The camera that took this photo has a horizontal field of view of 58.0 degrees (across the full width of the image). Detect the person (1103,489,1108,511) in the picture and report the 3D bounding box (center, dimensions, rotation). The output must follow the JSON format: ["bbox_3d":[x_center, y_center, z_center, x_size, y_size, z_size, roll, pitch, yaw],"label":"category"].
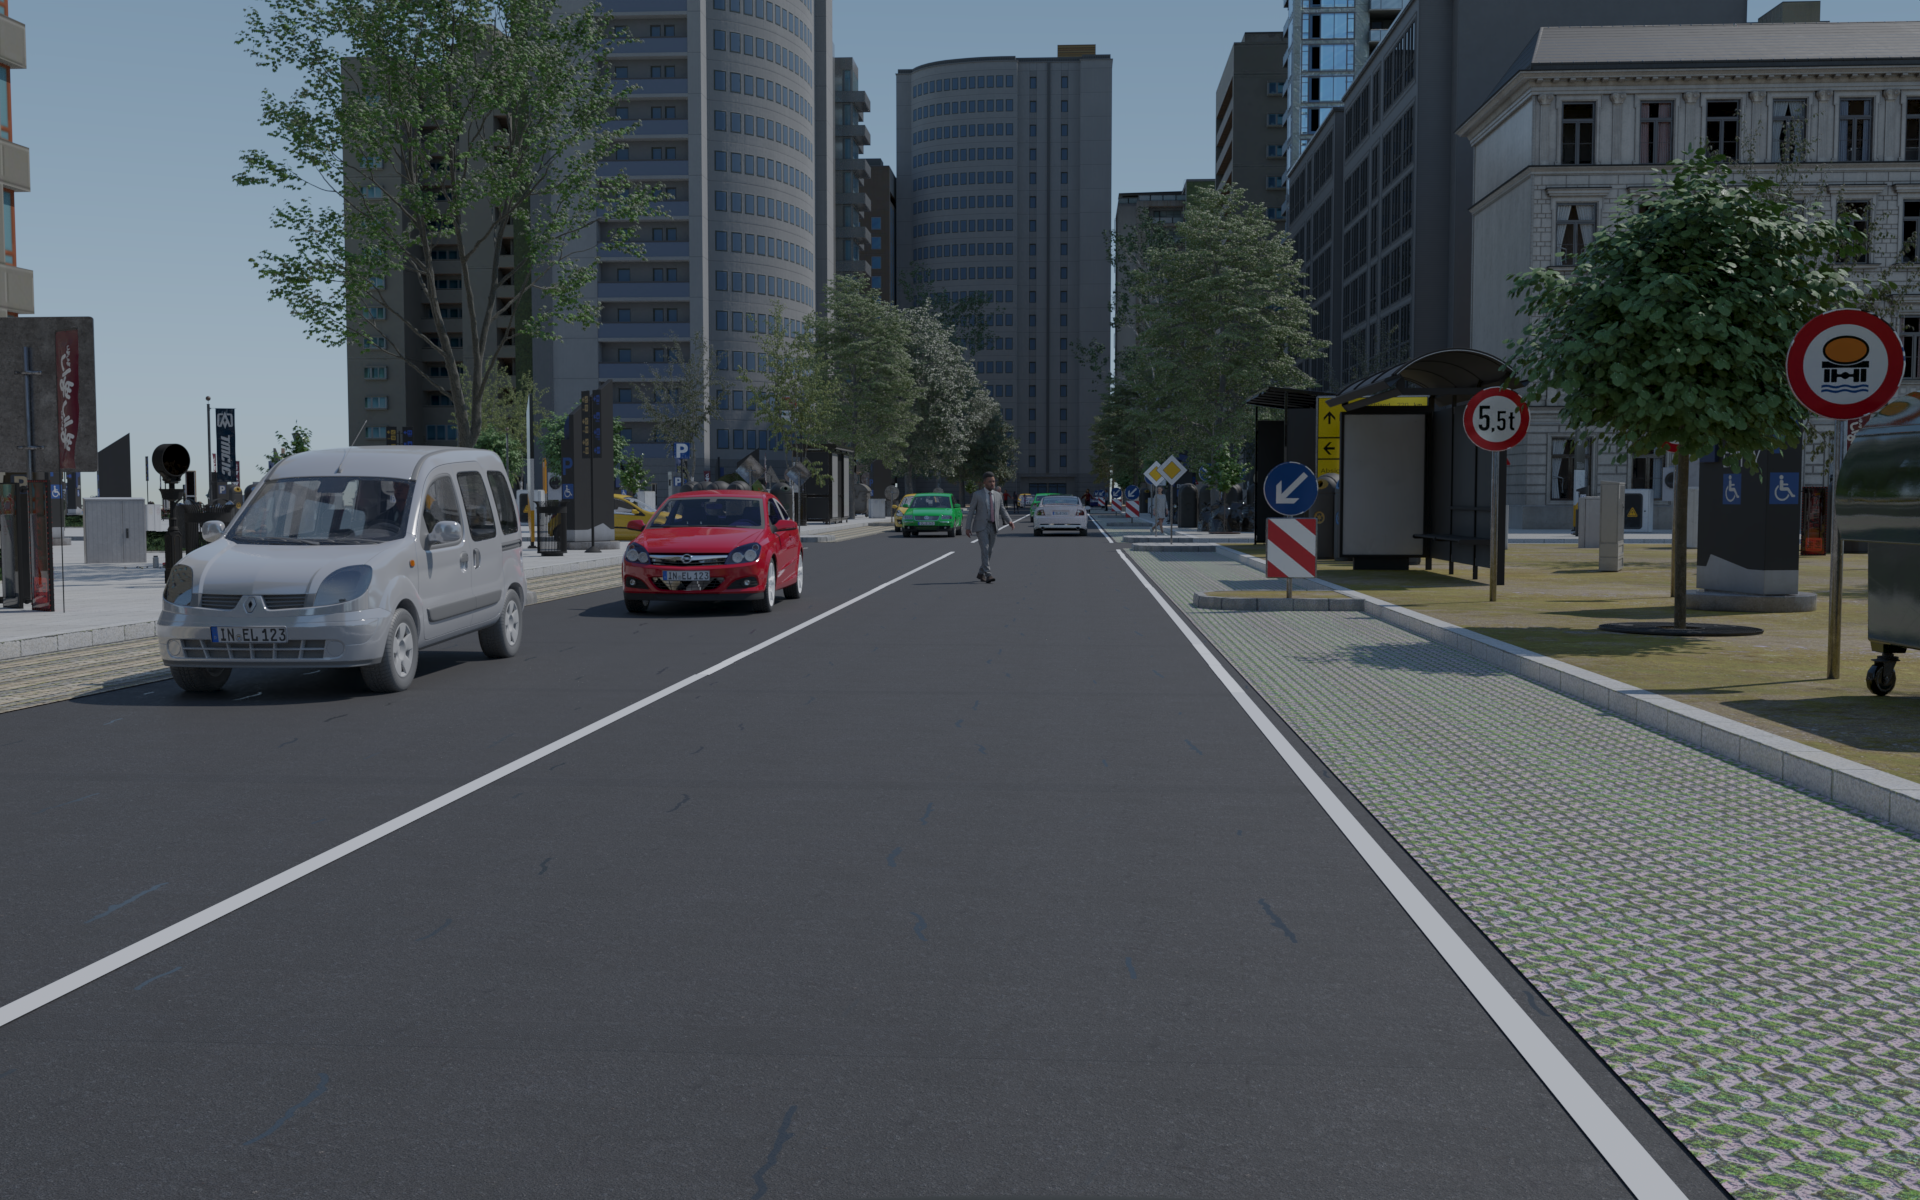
[{"bbox_3d":[12.233,-8.354,145.075,0.705,1.826,1.348,0,4,-7],"label":"person"}]

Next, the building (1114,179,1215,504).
[{"bbox_3d":[27.382,-33.253,227.283,14.086,41.232,14.154,0,4,4],"label":"building"}]

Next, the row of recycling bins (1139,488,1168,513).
[{"bbox_3d":[13.769,-6.691,116.508,3.534,1.692,1.069,1,4,15],"label":"row of recycling bins"}]

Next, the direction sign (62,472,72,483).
[{"bbox_3d":[-47.172,-6.072,91.278,0.379,3.537,0.876,1,4,20],"label":"direction sign"}]

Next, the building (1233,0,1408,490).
[{"bbox_3d":[36.937,-51.304,151.495,22.319,86.520,31.000,0,4,4],"label":"building"}]

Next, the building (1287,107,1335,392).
[{"bbox_3d":[29.779,-19.538,112.959,14.314,27.812,24.014,0,4,4],"label":"building"}]

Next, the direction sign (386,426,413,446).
[{"bbox_3d":[-18.798,-4.048,58.178,0.876,3.537,0.379,-2,4,-30],"label":"direction sign"}]

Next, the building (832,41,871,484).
[{"bbox_3d":[-25.014,-34.370,181.560,30.456,49.044,23.786,0,4,4],"label":"building"}]

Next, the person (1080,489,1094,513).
[{"bbox_3d":[9.516,-7.382,129.158,1.348,1.831,0.705,3,5,42],"label":"person"}]

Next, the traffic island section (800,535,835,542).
[{"bbox_3d":[-4.911,-1.862,52.724,2.009,0.180,2.903,0,4,4],"label":"traffic island section"}]

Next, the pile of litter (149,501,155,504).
[{"bbox_3d":[-52.284,-5.969,111.564,1.719,0.858,1.176,-3,5,-42],"label":"pile of litter"}]

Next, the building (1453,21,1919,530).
[{"bbox_3d":[29.730,-12.335,66.297,19.286,19.102,10.561,0,4,4],"label":"building"}]

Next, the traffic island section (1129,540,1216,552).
[{"bbox_3d":[5.397,-1.332,44.059,2.009,0.180,2.903,0,4,4],"label":"traffic island section"}]

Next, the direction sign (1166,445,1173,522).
[{"bbox_3d":[9.564,-5.309,78.794,0.379,3.537,0.876,1,4,20],"label":"direction sign"}]

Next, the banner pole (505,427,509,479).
[{"bbox_3d":[-16.957,-4.580,64.901,0.401,3.779,0.863,-1,4,-12],"label":"banner pole"}]

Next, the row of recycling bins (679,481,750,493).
[{"bbox_3d":[-7.808,-2.936,55.112,1.069,1.692,3.534,-3,5,-40],"label":"row of recycling bins"}]

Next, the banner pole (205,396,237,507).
[{"bbox_3d":[-18.954,-3.323,44.345,0.863,3.779,0.401,-1,4,-16],"label":"banner pole"}]

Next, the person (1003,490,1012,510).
[{"bbox_3d":[4.134,-9.094,157.121,1.348,1.831,0.705,2,4,29],"label":"person"}]

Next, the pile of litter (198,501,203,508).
[{"bbox_3d":[-46.792,-5.634,106.082,1.719,0.858,1.176,2,4,28],"label":"pile of litter"}]

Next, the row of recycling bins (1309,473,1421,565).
[{"bbox_3d":[7.680,-1.577,32.903,1.069,1.692,3.534,-1,4,-14],"label":"row of recycling bins"}]

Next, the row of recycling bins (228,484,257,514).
[{"bbox_3d":[-28.628,-3.930,71.376,3.534,1.692,1.069,-2,4,-35],"label":"row of recycling bins"}]

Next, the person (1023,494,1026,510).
[{"bbox_3d":[5.954,-8.911,157.413,0.599,1.433,0.991,0,4,1],"label":"person"}]

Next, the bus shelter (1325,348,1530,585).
[{"bbox_3d":[7.047,-2.008,26.755,2.014,3.302,5.546,0,4,4],"label":"bus shelter"}]

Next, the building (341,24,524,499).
[{"bbox_3d":[-50.916,-34.291,184.363,21.600,48.544,21.300,0,4,4],"label":"building"}]

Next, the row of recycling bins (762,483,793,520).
[{"bbox_3d":[-7.747,-3.340,61.722,3.534,1.692,1.069,-1,4,-10],"label":"row of recycling bins"}]

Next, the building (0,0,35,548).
[{"bbox_3d":[-34.481,-10.866,22.694,28.899,21.520,27.650,0,4,4],"label":"building"}]

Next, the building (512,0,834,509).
[{"bbox_3d":[-22.805,-36.752,142.896,21.231,58.520,28.212,0,4,4],"label":"building"}]

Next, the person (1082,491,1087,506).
[{"bbox_3d":[13.916,-11.119,190.393,1.348,1.812,0.705,2,4,29],"label":"person"}]

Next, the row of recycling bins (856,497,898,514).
[{"bbox_3d":[-5.493,-6.302,110.157,3.534,1.692,1.069,2,4,27],"label":"row of recycling bins"}]

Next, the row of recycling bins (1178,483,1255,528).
[{"bbox_3d":[9.935,-3.577,65.602,3.534,1.692,1.069,2,4,25],"label":"row of recycling bins"}]

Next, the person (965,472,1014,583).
[{"bbox_3d":[0.446,-1.178,28.038,0.678,1.792,0.850,-2,4,-27],"label":"person"}]

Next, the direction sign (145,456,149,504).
[{"bbox_3d":[-48.565,-6.821,103.514,0.379,3.537,0.876,-2,4,-34],"label":"direction sign"}]

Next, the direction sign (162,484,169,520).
[{"bbox_3d":[-39.883,-5.806,86.919,0.379,3.537,0.876,-1,4,-19],"label":"direction sign"}]

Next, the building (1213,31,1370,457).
[{"bbox_3d":[37.850,-33.957,178.900,21.300,48.544,21.600,0,4,4],"label":"building"}]

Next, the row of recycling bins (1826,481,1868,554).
[{"bbox_3d":[20.664,-1.890,38.011,3.534,1.692,1.069,-1,4,-16],"label":"row of recycling bins"}]

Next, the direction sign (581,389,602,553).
[{"bbox_3d":[-8.040,-2.804,37.845,0.379,3.537,0.876,-3,4,-39],"label":"direction sign"}]

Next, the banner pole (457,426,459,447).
[{"bbox_3d":[-13.145,-3.410,45.775,0.401,3.779,0.863,-2,4,-35],"label":"banner pole"}]

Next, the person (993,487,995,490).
[{"bbox_3d":[1.357,-3.895,72.575,0.661,1.777,0.834,1,4,9],"label":"person"}]

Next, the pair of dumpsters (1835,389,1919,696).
[{"bbox_3d":[6.261,-0.393,8.912,1.574,2.255,4.437,0,4,4],"label":"pair of dumpsters"}]

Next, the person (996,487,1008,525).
[{"bbox_3d":[1.807,-4.284,78.949,0.834,1.777,0.661,3,5,40],"label":"person"}]

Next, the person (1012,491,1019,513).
[{"bbox_3d":[4.136,-7.255,128.586,0.415,1.643,0.593,3,5,39],"label":"person"}]

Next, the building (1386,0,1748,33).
[{"bbox_3d":[28.394,-18.075,89.028,14.314,27.812,24.014,0,4,4],"label":"building"}]

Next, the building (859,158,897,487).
[{"bbox_3d":[-15.703,-35.489,230.350,14.200,45.320,14.600,0,4,4],"label":"building"}]

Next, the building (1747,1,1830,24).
[{"bbox_3d":[77.320,-33.802,176.362,21.600,48.544,21.300,0,4,4],"label":"building"}]

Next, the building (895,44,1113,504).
[{"bbox_3d":[5.905,-42.165,231.392,28.212,58.520,21.231,0,4,4],"label":"building"}]

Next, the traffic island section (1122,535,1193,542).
[{"bbox_3d":[5.908,-1.819,52.028,2.009,0.180,2.903,0,4,4],"label":"traffic island section"}]

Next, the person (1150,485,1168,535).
[{"bbox_3d":[6.802,-3.061,59.302,0.760,1.731,0.466,2,4,35],"label":"person"}]

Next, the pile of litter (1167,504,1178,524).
[{"bbox_3d":[9.488,-3.682,74.161,1.176,0.858,1.719,0,4,1],"label":"pile of litter"}]
